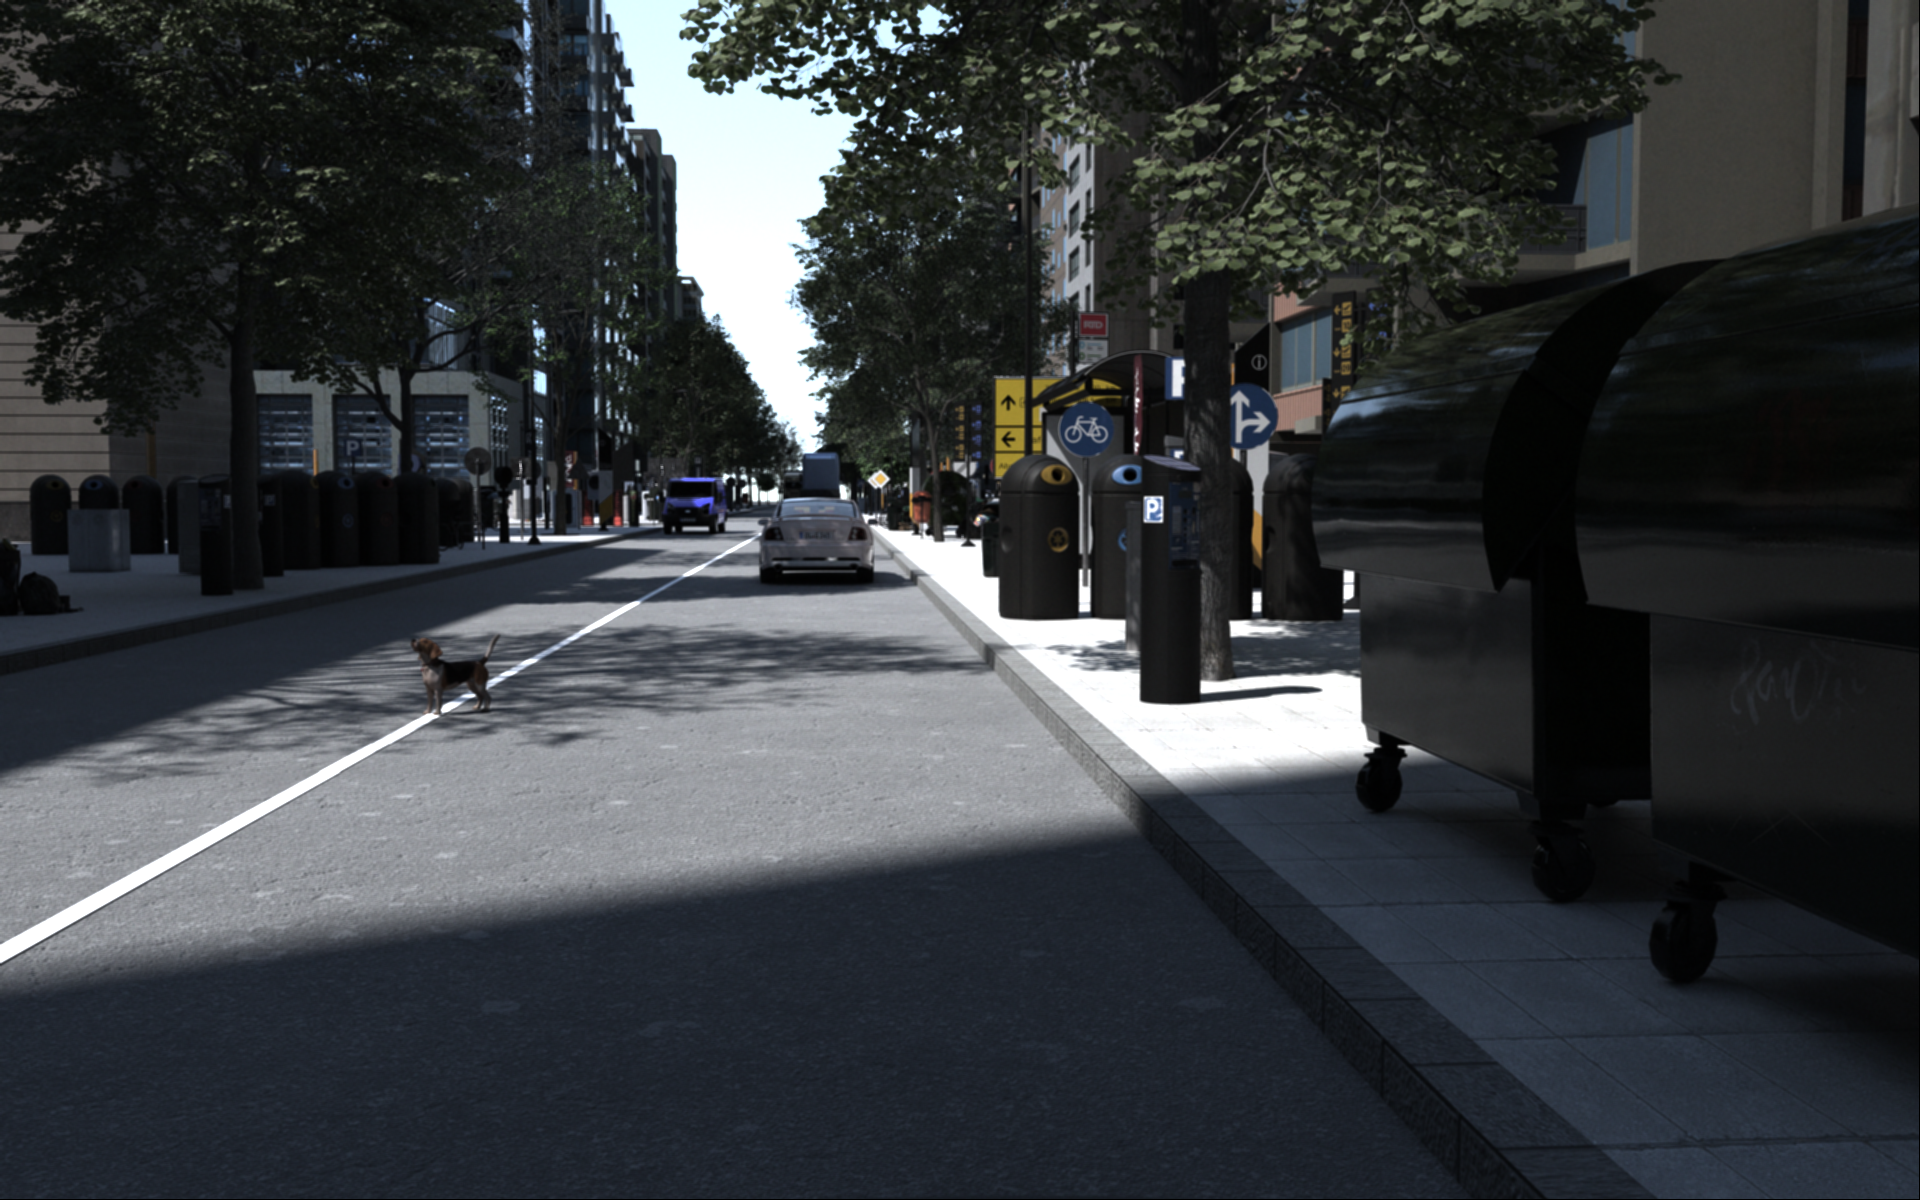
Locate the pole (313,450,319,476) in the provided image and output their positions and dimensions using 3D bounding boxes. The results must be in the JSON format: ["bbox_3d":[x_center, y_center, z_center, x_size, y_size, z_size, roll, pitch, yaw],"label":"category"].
[{"bbox_3d":[-29.500,-5.232,79.390,0.158,3.312,0.155,0,3,0],"label":"pole"}]

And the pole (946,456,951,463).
[{"bbox_3d":[-0.541,-5.408,82.263,0.158,3.312,0.155,0,3,0],"label":"pole"}]

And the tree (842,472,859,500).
[{"bbox_3d":[-14.897,-19.689,238.919,9.611,12.733,9.660,0,3,0],"label":"tree"}]

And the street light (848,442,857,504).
[{"bbox_3d":[-5.835,-7.963,102.735,1.470,5.913,1.316,0,4,-4],"label":"street light"}]

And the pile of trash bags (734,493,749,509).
[{"bbox_3d":[-19.373,-8.547,149.488,3.447,1.369,1.912,3,5,44],"label":"pile of trash bags"}]

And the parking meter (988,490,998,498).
[{"bbox_3d":[2.102,-5.796,103.168,0.372,1.533,0.369,0,3,0],"label":"parking meter"}]

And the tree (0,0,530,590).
[{"bbox_3d":[-9.224,-6.415,23.018,7.486,12.596,7.792,0,3,0],"label":"tree"}]

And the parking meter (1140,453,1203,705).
[{"bbox_3d":[1.302,-0.139,10.691,0.372,1.533,0.369,0,3,0],"label":"parking meter"}]

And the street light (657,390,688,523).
[{"bbox_3d":[-12.796,-6.403,77.228,1.470,5.913,1.316,0,4,-4],"label":"street light"}]

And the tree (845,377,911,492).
[{"bbox_3d":[-3.645,-8.589,90.792,4.737,8.622,4.395,0,3,0],"label":"tree"}]

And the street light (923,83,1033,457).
[{"bbox_3d":[0.241,-2.880,19.634,1.470,5.913,1.316,0,4,-4],"label":"street light"}]

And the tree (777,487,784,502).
[{"bbox_3d":[-30.029,-18.034,289.463,1.663,3.219,1.824,0,3,0],"label":"tree"}]

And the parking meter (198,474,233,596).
[{"bbox_3d":[-9.458,-0.831,22.005,0.372,1.533,0.369,0,3,0],"label":"parking meter"}]

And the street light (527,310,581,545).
[{"bbox_3d":[-10.258,-4.358,43.790,1.470,5.913,1.316,0,4,-4],"label":"street light"}]

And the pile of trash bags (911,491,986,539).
[{"bbox_3d":[0.321,-2.439,49.637,3.447,1.369,1.912,0,4,0],"label":"pile of trash bags"}]

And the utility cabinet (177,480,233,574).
[{"bbox_3d":[-11.906,-1.152,27.511,1.173,1.500,0.318,2,4,27],"label":"utility cabinet"}]

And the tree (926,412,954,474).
[{"bbox_3d":[-1.392,-11.400,136.753,4.360,8.622,3.978,0,3,0],"label":"tree"}]

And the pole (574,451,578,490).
[{"bbox_3d":[-18.326,-5.430,82.616,0.158,3.312,0.155,0,3,0],"label":"pole"}]

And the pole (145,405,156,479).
[{"bbox_3d":[-18.609,-2.815,39.866,0.158,3.312,0.155,0,3,0],"label":"pole"}]

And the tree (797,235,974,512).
[{"bbox_3d":[-4.966,-16.432,124.558,12.611,20.169,13.585,0,3,0],"label":"tree"}]

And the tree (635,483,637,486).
[{"bbox_3d":[-27.623,-9.056,142.674,1.663,3.219,1.824,0,3,0],"label":"tree"}]

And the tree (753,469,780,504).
[{"bbox_3d":[-25.185,-14.753,224.929,4.285,4.588,4.351,0,3,0],"label":"tree"}]

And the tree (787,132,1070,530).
[{"bbox_3d":[-1.293,-9.461,61.346,9.857,13.997,8.962,0,3,0],"label":"tree"}]

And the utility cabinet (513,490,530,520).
[{"bbox_3d":[-21.584,-4.718,85.816,0.318,1.500,1.173,3,5,40],"label":"utility cabinet"}]

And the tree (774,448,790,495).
[{"bbox_3d":[-25.483,-17.843,242.092,4.360,8.622,3.978,0,3,0],"label":"tree"}]

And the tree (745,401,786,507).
[{"bbox_3d":[-21.601,-15.370,177.048,9.928,11.665,9.643,0,3,0],"label":"tree"}]

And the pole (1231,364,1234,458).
[{"bbox_3d":[4.334,-2.037,27.152,0.158,3.312,0.155,0,3,0],"label":"pole"}]

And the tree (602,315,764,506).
[{"bbox_3d":[-14.719,-9.586,91.147,8.767,10.594,7.601,0,4,-3],"label":"tree"}]

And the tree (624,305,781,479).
[{"bbox_3d":[-15.877,-11.535,105.612,9.611,12.733,9.660,0,3,0],"label":"tree"}]

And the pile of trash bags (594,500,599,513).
[{"bbox_3d":[-23.343,-6.437,114.997,1.912,1.369,3.447,-1,4,-19],"label":"pile of trash bags"}]

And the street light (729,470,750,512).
[{"bbox_3d":[-16.255,-9.450,127.049,1.470,5.913,1.316,0,4,-4],"label":"street light"}]

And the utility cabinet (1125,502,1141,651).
[{"bbox_3d":[1.699,-0.207,14.545,0.306,1.237,1.020,2,4,25],"label":"utility cabinet"}]

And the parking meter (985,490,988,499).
[{"bbox_3d":[1.808,-6.226,110.211,0.372,1.533,0.369,0,3,0],"label":"parking meter"}]

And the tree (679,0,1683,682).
[{"bbox_3d":[1.532,-5.748,12.112,7.486,12.596,7.792,0,3,0],"label":"tree"}]

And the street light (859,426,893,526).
[{"bbox_3d":[-3.301,-5.942,69.694,1.470,5.913,1.316,0,4,-4],"label":"street light"}]

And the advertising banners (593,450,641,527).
[{"bbox_3d":[-13.450,-4.401,68.141,2.074,3.025,0.090,2,4,23],"label":"advertising banners"}]

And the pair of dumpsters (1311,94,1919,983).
[{"bbox_3d":[2.372,-0.152,4.973,1.574,2.255,4.437,0,4,-4],"label":"pair of dumpsters"}]

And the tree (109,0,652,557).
[{"bbox_3d":[-11.289,-7.605,34.707,12.009,13.543,11.850,0,3,0],"label":"tree"}]

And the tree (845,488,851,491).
[{"bbox_3d":[-15.393,-18.562,253.855,4.360,8.622,3.978,0,3,0],"label":"tree"}]

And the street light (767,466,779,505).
[{"bbox_3d":[-21.920,-14.108,203.204,1.470,5.913,1.316,0,4,-4],"label":"street light"}]

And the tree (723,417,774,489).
[{"bbox_3d":[-17.965,-11.469,137.885,4.360,8.622,3.978,0,3,0],"label":"tree"}]

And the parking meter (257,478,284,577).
[{"bbox_3d":[-10.759,-1.137,26.996,0.372,1.533,0.369,0,3,0],"label":"parking meter"}]

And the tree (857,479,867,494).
[{"bbox_3d":[-12.550,-13.763,219.619,1.663,3.219,1.824,0,3,0],"label":"tree"}]

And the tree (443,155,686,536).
[{"bbox_3d":[-12.238,-7.789,53.107,9.928,11.665,9.643,0,3,0],"label":"tree"}]

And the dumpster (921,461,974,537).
[{"bbox_3d":[-0.402,-3.040,52.193,1.502,2.255,1.985,0,4,-4],"label":"dumpster"}]

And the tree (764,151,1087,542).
[{"bbox_3d":[-0.554,-6.856,46.502,8.767,10.594,7.601,0,4,-3],"label":"tree"}]

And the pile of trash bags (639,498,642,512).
[{"bbox_3d":[-28.588,-8.520,149.048,1.912,1.369,3.447,0,4,3],"label":"pile of trash bags"}]

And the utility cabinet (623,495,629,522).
[{"bbox_3d":[-15.079,-4.160,79.184,0.306,1.237,1.020,1,4,18],"label":"utility cabinet"}]

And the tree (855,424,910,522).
[{"bbox_3d":[-3.299,-5.924,80.564,4.285,4.588,4.351,0,3,0],"label":"tree"}]

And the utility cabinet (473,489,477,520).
[{"bbox_3d":[-22.164,-4.313,79.202,0.318,1.500,1.173,0,4,7],"label":"utility cabinet"}]

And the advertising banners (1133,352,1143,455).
[{"bbox_3d":[2.155,-1.605,22.428,0.090,3.025,2.074,0,4,-4],"label":"advertising banners"}]

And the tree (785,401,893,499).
[{"bbox_3d":[-9.026,-14.239,158.558,9.928,11.665,9.643,0,3,0],"label":"tree"}]

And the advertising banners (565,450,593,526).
[{"bbox_3d":[-14.783,-4.443,68.831,2.074,3.025,0.090,-1,4,-11],"label":"advertising banners"}]

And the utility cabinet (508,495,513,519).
[{"bbox_3d":[-23.081,-4.780,89.313,1.020,1.237,0.306,3,5,39],"label":"utility cabinet"}]
